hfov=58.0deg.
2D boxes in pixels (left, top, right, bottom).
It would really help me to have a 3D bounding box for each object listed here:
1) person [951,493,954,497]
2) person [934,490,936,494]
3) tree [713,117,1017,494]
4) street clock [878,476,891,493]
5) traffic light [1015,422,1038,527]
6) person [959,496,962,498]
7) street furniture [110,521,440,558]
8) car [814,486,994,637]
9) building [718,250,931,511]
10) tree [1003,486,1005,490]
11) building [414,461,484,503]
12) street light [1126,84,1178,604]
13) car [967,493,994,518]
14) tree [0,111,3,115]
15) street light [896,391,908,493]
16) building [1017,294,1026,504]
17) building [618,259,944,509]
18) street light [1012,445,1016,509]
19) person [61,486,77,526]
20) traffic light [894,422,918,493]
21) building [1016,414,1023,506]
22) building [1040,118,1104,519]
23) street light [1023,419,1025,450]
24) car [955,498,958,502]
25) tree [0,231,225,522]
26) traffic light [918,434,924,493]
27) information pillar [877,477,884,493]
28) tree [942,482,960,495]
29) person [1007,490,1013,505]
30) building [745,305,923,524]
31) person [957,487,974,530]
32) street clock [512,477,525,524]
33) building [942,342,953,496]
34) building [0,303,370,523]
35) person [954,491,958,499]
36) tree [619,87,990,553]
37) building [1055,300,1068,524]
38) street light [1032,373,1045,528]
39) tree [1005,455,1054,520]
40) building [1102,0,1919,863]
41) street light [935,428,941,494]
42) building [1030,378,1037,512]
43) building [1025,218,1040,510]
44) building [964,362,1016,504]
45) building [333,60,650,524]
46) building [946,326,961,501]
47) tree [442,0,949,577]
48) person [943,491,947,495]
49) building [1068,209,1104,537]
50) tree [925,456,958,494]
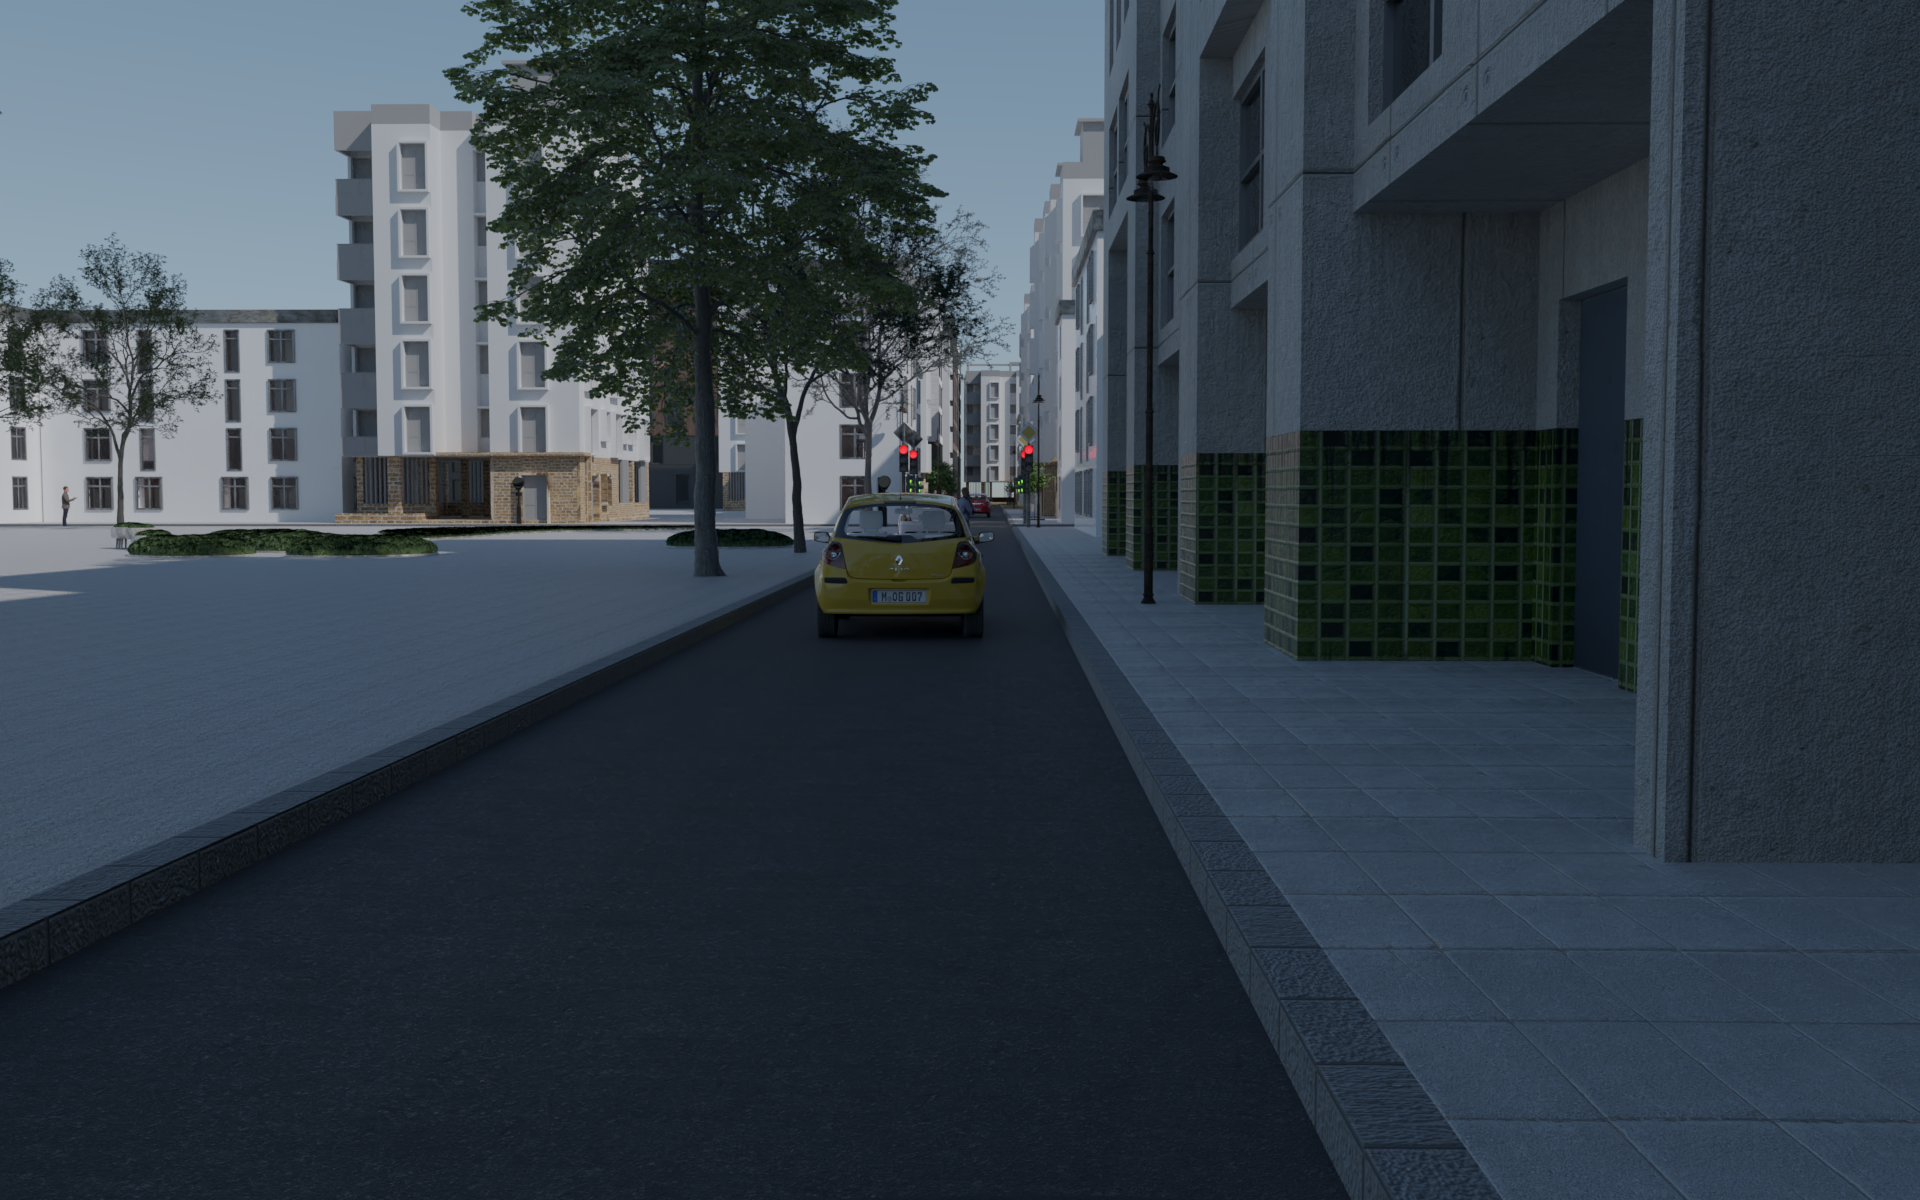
[{"bbox_3d":[-0.851,-10.255,174.437,0.721,1.743,1.217,-1,4,-11],"label":"person"},{"bbox_3d":[-1.748,-7.263,127.059,0.482,1.546,0.388,-3,5,-40],"label":"person"},{"bbox_3d":[-3.054,-8.944,56.599,12.009,13.543,11.850,0,3,0],"label":"tree"},{"bbox_3d":[-2.948,-3.865,67.764,0.471,2.002,0.358,0,4,7],"label":"street clock"},{"bbox_3d":[2.621,-4.734,66.650,0.839,4.213,0.868,0,4,1],"label":"traffic light"},{"bbox_3d":[0.318,-6.382,113.369,0.750,1.759,0.617,-1,4,-9],"label":"person"},{"bbox_3d":[-15.731,-1.411,38.698,5.734,0.657,10.072,-2,4,-33],"label":"street furniture"},{"bbox_3d":[-0.616,-0.522,18.753,2.015,1.641,3.980,0,4,-1],"label":"car"},{"bbox_3d":[-10.253,-17.152,136.862,16.016,20.091,11.380,0,4,1],"label":"building"},{"bbox_3d":[5.963,-12.995,207.073,1.663,3.219,1.824,0,3,0],"label":"tree"},{"bbox_3d":[-49.421,-22.531,212.352,32.646,21.610,27.936,0,4,1],"label":"building"},{"bbox_3d":[2.207,-2.895,20.117,0.468,5.910,1.993,0,4,1],"label":"street light"},{"bbox_3d":[1.006,-5.998,107.111,2.155,1.783,4.494,0,4,1],"label":"car"},{"bbox_3d":[-16.896,-5.933,22.768,9.928,11.665,9.643,0,3,0],"label":"tree"},{"bbox_3d":[-2.482,-6.249,74.964,0.468,5.910,1.993,0,4,1],"label":"street light"},{"bbox_3d":[13.105,-17.596,144.121,16.016,20.091,11.380,0,4,1],"label":"building"},{"bbox_3d":[-16.053,-19.766,167.153,27.936,21.610,32.646,0,4,1],"label":"building"},{"bbox_3d":[4.669,-10.802,149.400,0.468,5.910,1.993,0,4,1],"label":"street light"},{"bbox_3d":[-37.248,-3.882,72.500,0.750,1.759,0.617,-1,4,-12],"label":"person"},{"bbox_3d":[-2.139,-4.739,66.728,0.839,4.213,0.868,0,4,1],"label":"traffic light"},{"bbox_3d":[10.650,-14.671,182.011,9.099,9.664,28.070,0,4,1],"label":"building"},{"bbox_3d":[12.614,-14.469,92.987,16.016,20.091,11.380,0,4,1],"label":"building"},{"bbox_3d":[3.829,-8.019,103.890,0.468,5.910,1.993,0,4,1],"label":"street light"},{"bbox_3d":[-0.716,-2.199,48.322,2.083,1.381,4.827,0,4,2],"label":"car"},{"bbox_3d":[-30.546,-7.827,62.391,8.767,10.594,7.601,0,4,-6],"label":"tree"},{"bbox_3d":[-1.982,-5.227,74.711,0.839,4.213,0.868,0,4,1],"label":"traffic light"},{"bbox_3d":[-3.391,-4.239,73.802,0.304,2.012,0.304,-1,4,-9],"label":"information pillar"},{"bbox_3d":[-0.915,-10.295,162.931,1.663,3.219,1.824,0,3,0],"label":"tree"},{"bbox_3d":[5.607,-11.661,197.641,0.756,1.711,0.436,3,4,38],"label":"person"},{"bbox_3d":[-6.665,-8.972,88.847,9.099,9.664,28.070,0,4,1],"label":"building"},{"bbox_3d":[0.101,-1.505,35.176,0.319,1.574,0.516,-2,4,-24],"label":"person"},{"bbox_3d":[-18.906,-4.260,74.218,0.471,2.002,0.358,0,4,-3],"label":"street clock"},{"bbox_3d":[-8.803,-20.369,189.448,16.016,20.091,11.380,0,4,1],"label":"building"},{"bbox_3d":[-42.120,-8.427,79.930,28.070,9.664,9.099,0,4,1],"label":"building"},{"bbox_3d":[-0.386,-9.649,164.469,0.551,1.740,0.621,3,4,38],"label":"person"},{"bbox_3d":[-3.551,-6.331,37.927,8.767,10.594,7.601,-1,4,-13],"label":"tree"},{"bbox_3d":[18.388,-8.382,79.195,28.070,9.664,9.099,0,4,1],"label":"building"},{"bbox_3d":[3.007,-5.718,66.277,0.468,5.910,1.993,0,4,1],"label":"street light"},{"bbox_3d":[3.580,-5.561,85.525,1.663,3.219,1.824,0,3,0],"label":"tree"},{"bbox_3d":[11.133,-9.452,21.001,16.747,18.905,31.486,0,4,1],"label":"building"},{"bbox_3d":[-1.554,-9.034,120.493,0.468,5.910,1.993,0,4,1],"label":"street light"},{"bbox_3d":[9.800,-11.171,124.786,9.099,9.664,28.070,0,4,1],"label":"building"},{"bbox_3d":[12.256,-15.183,104.657,16.016,20.091,11.380,0,4,1],"label":"building"},{"bbox_3d":[6.293,-23.582,241.985,11.380,20.091,16.016,0,4,1],"label":"building"},{"bbox_3d":[-21.835,-13.826,82.471,11.380,20.091,16.016,0,4,1],"label":"building"},{"bbox_3d":[-16.771,-22.525,212.265,32.646,21.610,27.936,0,4,1],"label":"building"},{"bbox_3d":[-3.947,-6.617,26.318,7.486,12.596,7.792,0,3,0],"label":"tree"},{"bbox_3d":[-1.159,-7.770,135.625,0.480,1.512,0.613,1,4,19],"label":"person"},{"bbox_3d":[8.463,-6.675,51.292,9.099,9.664,28.070,0,4,1],"label":"building"},{"bbox_3d":[-1.797,-9.915,145.831,4.285,4.588,4.351,0,3,0],"label":"tree"}]
